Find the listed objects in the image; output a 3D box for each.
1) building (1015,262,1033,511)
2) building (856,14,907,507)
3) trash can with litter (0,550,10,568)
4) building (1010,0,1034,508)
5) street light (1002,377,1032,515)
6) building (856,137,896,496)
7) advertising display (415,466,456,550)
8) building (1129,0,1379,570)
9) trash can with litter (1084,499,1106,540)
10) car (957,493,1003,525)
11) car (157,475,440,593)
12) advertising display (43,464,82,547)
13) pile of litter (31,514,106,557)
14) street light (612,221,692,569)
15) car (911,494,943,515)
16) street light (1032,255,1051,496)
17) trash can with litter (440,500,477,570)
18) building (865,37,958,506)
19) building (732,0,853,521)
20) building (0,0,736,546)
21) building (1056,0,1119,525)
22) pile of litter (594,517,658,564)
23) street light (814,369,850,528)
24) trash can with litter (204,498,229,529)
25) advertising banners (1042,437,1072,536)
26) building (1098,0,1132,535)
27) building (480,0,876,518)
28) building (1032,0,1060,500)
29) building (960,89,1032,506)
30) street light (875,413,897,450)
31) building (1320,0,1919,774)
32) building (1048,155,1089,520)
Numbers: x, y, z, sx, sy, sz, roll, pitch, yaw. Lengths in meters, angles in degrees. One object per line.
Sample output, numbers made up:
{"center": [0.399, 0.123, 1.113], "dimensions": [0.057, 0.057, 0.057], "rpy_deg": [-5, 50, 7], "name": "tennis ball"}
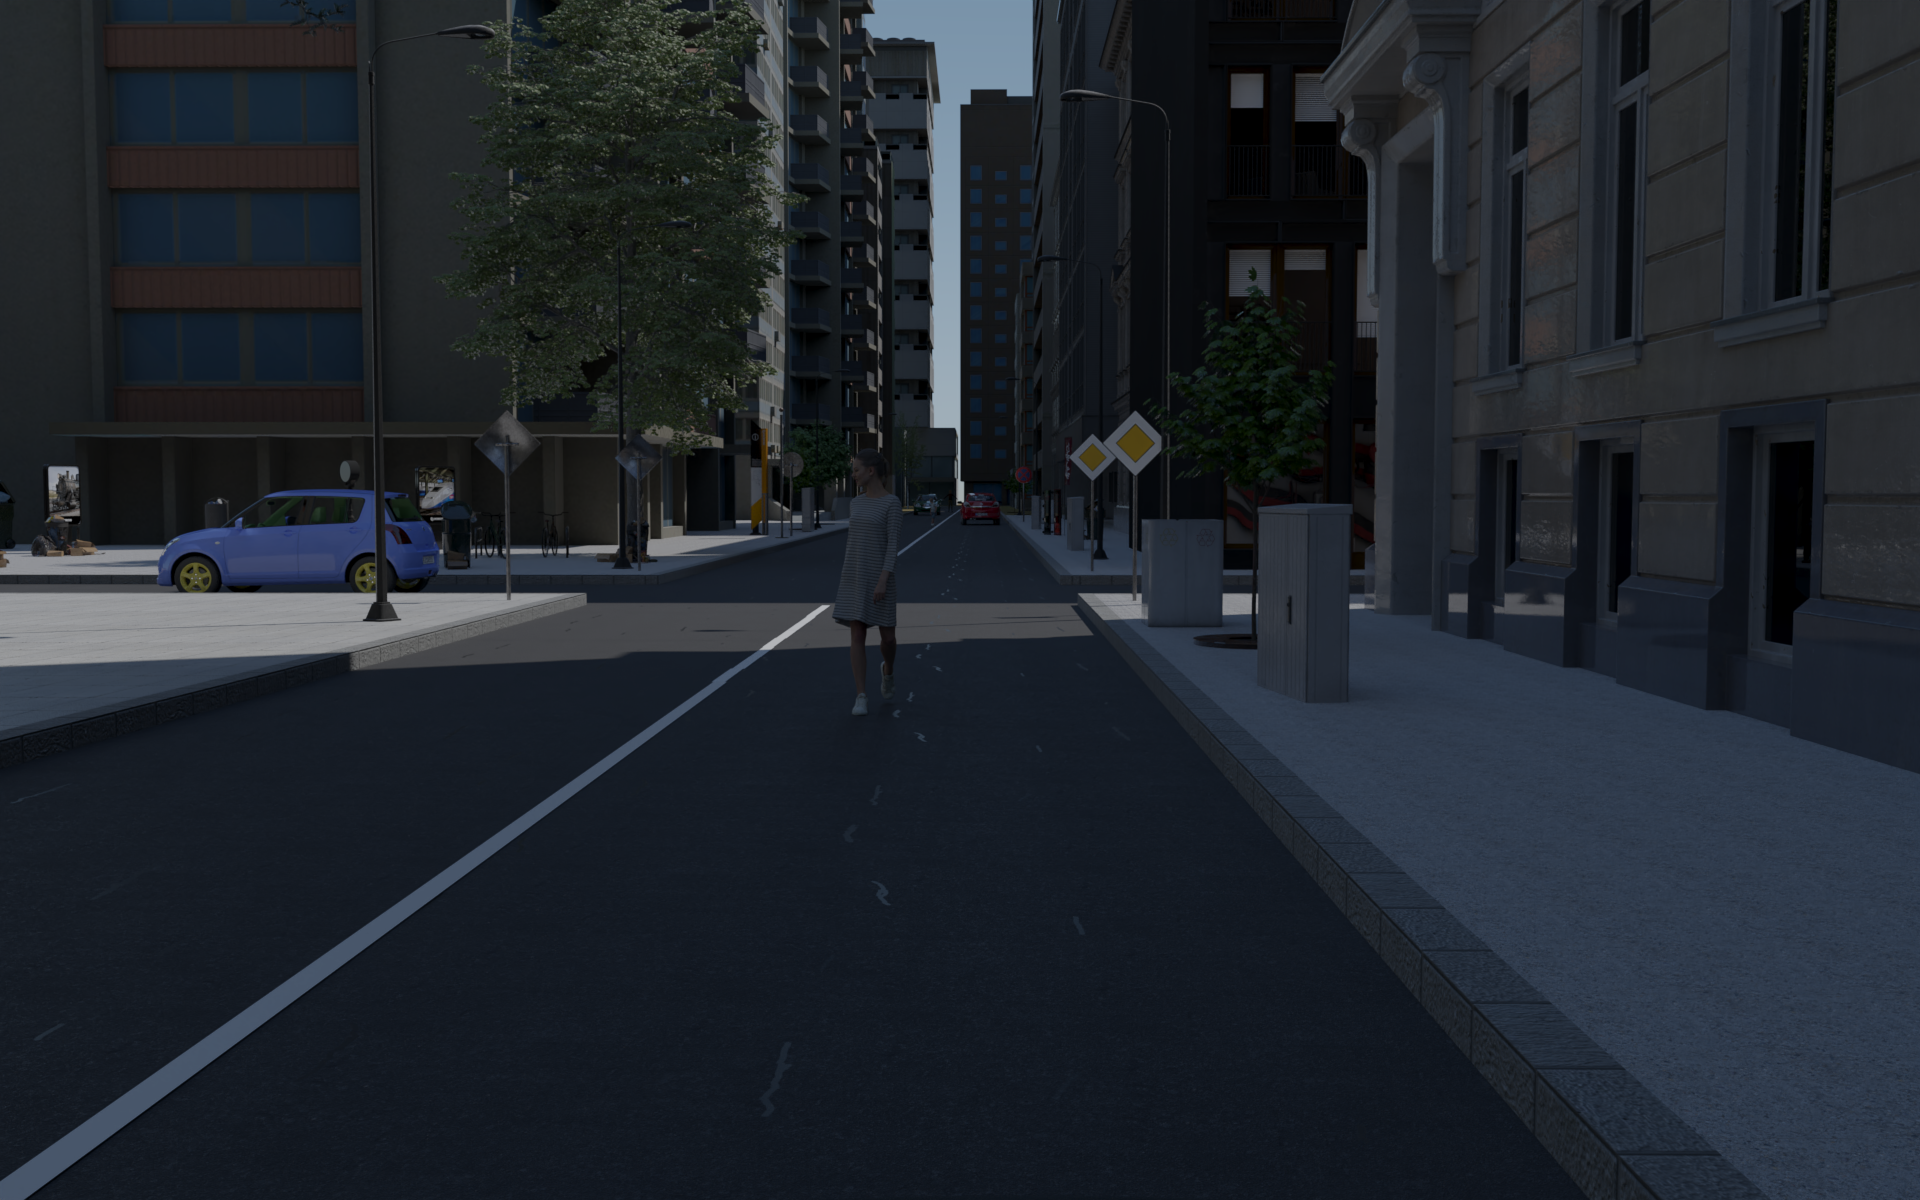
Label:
{"center": [18.639, -18.255, 143.504], "dimensions": [27.650, 21.520, 28.899], "rpy_deg": [0, 4, 1], "name": "building"}
{"center": [-21.099, -52.185, 165.904], "dimensions": [31.000, 86.520, 22.319], "rpy_deg": [0, 4, 1], "name": "building"}
{"center": [-16.890, -1.126, 29.793], "dimensions": [0.624, 1.170, 1.055], "rpy_deg": [0, 4, 0], "name": "trash can with litter"}
{"center": [15.259, -44.585, 167.219], "dimensions": [20.563, 71.187, 20.611], "rpy_deg": [0, 4, 1], "name": "building"}
{"center": [2.519, -5.906, 69.097], "dimensions": [1.470, 5.913, 1.316], "rpy_deg": [0, 4, 1], "name": "street light"}
{"center": [-12.612, -22.526, 139.994], "dimensions": [14.160, 30.474, 14.107], "rpy_deg": [0, 4, 1], "name": "building"}
{"center": [-12.042, -2.116, 39.809], "dimensions": [0.123, 1.923, 0.974], "rpy_deg": [3, 5, 41], "name": "advertising display"}
{"center": [11.867, -12.528, 34.512], "dimensions": [15.834, 23.373, 12.332], "rpy_deg": [0, 4, 1], "name": "building"}
{"center": [3.546, -2.267, 48.459], "dimensions": [1.055, 1.170, 0.624], "rpy_deg": [2, 4, 30], "name": "trash can with litter"}
{"center": [0.944, -4.420, 81.315], "dimensions": [2.155, 1.783, 4.494], "rpy_deg": [0, 4, -1], "name": "car"}
{"center": [-9.228, -0.893, 24.186], "dimensions": [3.694, 1.707, 1.945], "rpy_deg": [0, 4, 0], "name": "car"}
{"center": [-19.541, -1.989, 37.727], "dimensions": [0.123, 1.923, 0.974], "rpy_deg": [1, 4, 14], "name": "advertising display"}
{"center": [-18.593, -1.356, 36.132], "dimensions": [1.176, 0.858, 1.719], "rpy_deg": [2, 4, 29], "name": "pile of litter"}
{"center": [-5.259, -3.489, 29.583], "dimensions": [1.470, 5.913, 1.316], "rpy_deg": [0, 4, 1], "name": "street light"}
{"center": [-2.243, -6.519, 118.388], "dimensions": [2.131, 1.459, 4.920], "rpy_deg": [0, 4, 0], "name": "car"}
{"center": [2.207, -3.750, 33.850], "dimensions": [1.470, 5.913, 1.316], "rpy_deg": [0, 4, 1], "name": "street light"}
{"center": [-8.600, -1.127, 29.810], "dimensions": [0.624, 1.170, 1.055], "rpy_deg": [-1, 4, -19], "name": "trash can with litter"}
{"center": [-14.132, -37.489, 202.187], "dimensions": [27.495, 52.752, 28.713], "rpy_deg": [0, 4, 1], "name": "building"}
{"center": [-22.034, -24.301, 89.204], "dimensions": [32.217, 40.220, 23.993], "rpy_deg": [0, 4, 1], "name": "building"}
{"center": [-18.018, -24.466, 54.646], "dimensions": [22.147, 44.769, 28.867], "rpy_deg": [0, 4, 1], "name": "building"}
{"center": [11.669, -17.079, 72.755], "dimensions": [14.314, 27.812, 24.014], "rpy_deg": [0, 4, 1], "name": "building"}
{"center": [-6.313, -1.146, 32.701], "dimensions": [1.176, 0.858, 1.719], "rpy_deg": [-1, 4, -10], "name": "pile of litter"}
{"center": [-4.787, -5.628, 64.563], "dimensions": [1.470, 5.913, 1.316], "rpy_deg": [0, 4, 1], "name": "street light"}
{"center": [-14.767, -1.468, 35.065], "dimensions": [2.233, 1.210, 1.678], "rpy_deg": [1, 4, 12], "name": "trash can with litter"}
{"center": [3.024, -3.521, 53.758], "dimensions": [0.090, 3.025, 2.074], "rpy_deg": [-1, 4, -22], "name": "advertising banners"}
{"center": [10.013, -11.425, 51.429], "dimensions": [10.561, 19.102, 19.286], "rpy_deg": [0, 4, 1], "name": "building"}
{"center": [-17.266, -28.351, 118.167], "dimensions": [22.147, 44.769, 28.867], "rpy_deg": [0, 4, 1], "name": "building"}
{"center": [15.939, -30.202, 117.508], "dimensions": [21.300, 48.544, 21.600], "rpy_deg": [0, 4, 1], "name": "building"}
{"center": [7.195, -33.328, 195.025], "dimensions": [14.200, 45.320, 14.600], "rpy_deg": [0, 4, 1], "name": "building"}
{"center": [-4.314, -7.756, 99.357], "dimensions": [1.470, 5.913, 1.316], "rpy_deg": [0, 4, 1], "name": "street light"}
{"center": [10.633, -13.632, 8.782], "dimensions": [13.634, 28.700, 20.117], "rpy_deg": [0, 4, 1], "name": "building"}
{"center": [10.037, -15.015, 94.654], "dimensions": [9.793, 20.994, 18.267], "rpy_deg": [0, 4, 1], "name": "building"}
